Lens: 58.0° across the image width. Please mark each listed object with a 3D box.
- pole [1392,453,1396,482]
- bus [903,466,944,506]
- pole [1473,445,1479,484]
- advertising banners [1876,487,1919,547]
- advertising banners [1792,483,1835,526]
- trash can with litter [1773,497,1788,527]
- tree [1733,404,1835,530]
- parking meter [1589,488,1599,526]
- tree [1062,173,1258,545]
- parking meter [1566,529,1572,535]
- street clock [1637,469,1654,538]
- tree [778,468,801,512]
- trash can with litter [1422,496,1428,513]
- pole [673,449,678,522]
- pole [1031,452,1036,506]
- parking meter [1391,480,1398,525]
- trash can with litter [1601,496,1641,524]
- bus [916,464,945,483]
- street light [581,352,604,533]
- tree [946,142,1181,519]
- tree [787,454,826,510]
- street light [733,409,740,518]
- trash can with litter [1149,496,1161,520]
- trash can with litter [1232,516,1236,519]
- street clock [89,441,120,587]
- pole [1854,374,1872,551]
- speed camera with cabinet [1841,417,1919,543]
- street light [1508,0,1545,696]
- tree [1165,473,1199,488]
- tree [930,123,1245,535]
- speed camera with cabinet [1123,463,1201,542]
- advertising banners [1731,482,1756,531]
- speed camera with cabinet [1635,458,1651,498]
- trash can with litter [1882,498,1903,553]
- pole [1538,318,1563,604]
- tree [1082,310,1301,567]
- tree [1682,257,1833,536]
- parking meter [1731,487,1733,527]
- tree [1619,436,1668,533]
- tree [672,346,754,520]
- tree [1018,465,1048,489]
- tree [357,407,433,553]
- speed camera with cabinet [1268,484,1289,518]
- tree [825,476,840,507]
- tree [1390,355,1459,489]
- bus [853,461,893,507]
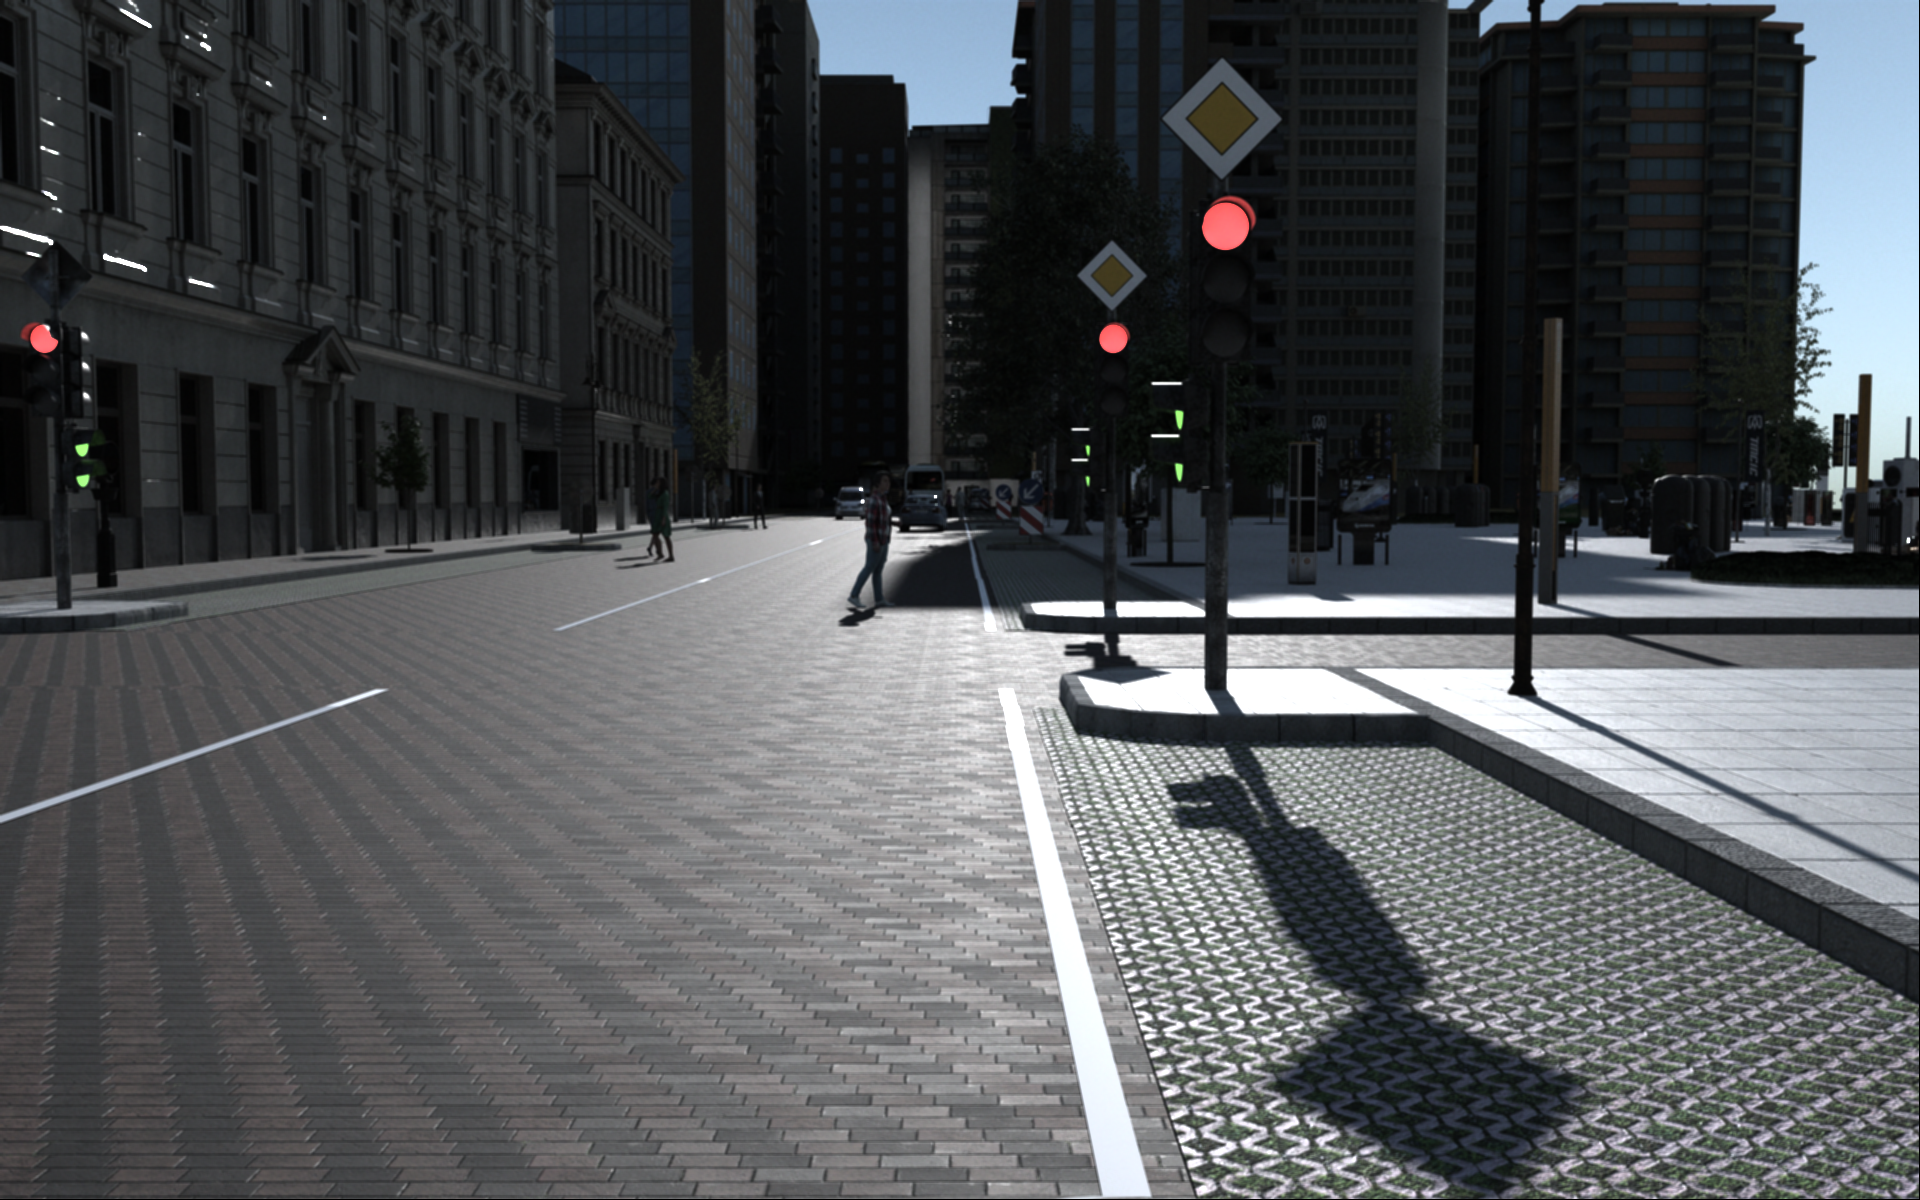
[{"bbox_3d":[21.479,-5.618,85.692,0.158,3.312,0.155,0,3,0],"label":"pole"},{"bbox_3d":[-2.457,-7.538,118.109,2.948,3.499,13.247,0,4,-1],"label":"bus"},{"bbox_3d":[21.282,-4.750,71.513,0.158,3.312,0.155,0,3,0],"label":"pole"},{"bbox_3d":[22.783,-2.761,41.338,0.090,3.025,2.074,-1,4,-20],"label":"advertising banners"},{"bbox_3d":[34.719,-4.553,70.632,2.074,3.025,0.090,0,4,-8],"label":"advertising banners"},{"bbox_3d":[32.287,-3.461,67.972,0.624,1.170,1.055,1,4,12],"label":"trash can with litter"},{"bbox_3d":[29.654,-4.787,61.974,4.285,4.588,4.351,0,3,0],"label":"tree"},{"bbox_3d":[25.558,-3.756,69.827,0.372,1.533,0.369,0,3,0],"label":"parking meter"},{"bbox_3d":[4.513,-5.507,40.407,4.360,8.622,3.978,0,3,0],"label":"tree"},{"bbox_3d":[18.896,-2.953,53.991,0.399,1.863,0.255,-2,4,-29],"label":"parking meter"},{"bbox_3d":[19.889,-2.798,50.310,0.358,2.002,0.471,-1,4,-19],"label":"street clock"},{"bbox_3d":[-12.281,-7.973,124.962,1.663,3.219,1.824,0,3,0],"label":"tree"},{"bbox_3d":[21.579,-4.213,79.942,1.678,1.210,2.233,1,4,19],"label":"trash can with litter"},{"bbox_3d":[-12.867,-5.165,78.294,0.158,3.312,0.155,0,3,0],"label":"pole"},{"bbox_3d":[3.545,-5.477,83.385,0.158,3.312,0.155,0,3,0],"label":"pole"},{"bbox_3d":[18.129,-4.090,72.587,0.399,1.863,0.255,-3,4,-36],"label":"parking meter"},{"bbox_3d":[28.516,-3.844,73.912,2.233,1.210,1.678,1,4,12],"label":"trash can with litter"},{"bbox_3d":[-2.692,-9.020,139.022,2.896,3.916,12.252,0,4,0],"label":"bus"},{"bbox_3d":[-11.991,-5.131,56.676,0.468,5.910,1.993,0,3,0],"label":"street light"},{"bbox_3d":[5.620,-14.414,91.550,12.611,20.169,13.585,0,3,0],"label":"tree"},{"bbox_3d":[-12.501,-9.641,141.351,4.285,4.588,4.351,0,3,0],"label":"tree"},{"bbox_3d":[-12.082,-7.405,93.865,0.468,5.910,1.993,0,3,0],"label":"street light"},{"bbox_3d":[9.684,-4.510,84.800,2.233,1.210,1.678,3,5,44],"label":"trash can with litter"},{"bbox_3d":[13.977,-4.874,90.754,1.678,1.210,2.233,3,4,38],"label":"trash can with litter"},{"bbox_3d":[-11.758,-1.178,23.823,0.358,2.002,0.471,0,4,2],"label":"street clock"},{"bbox_3d":[15.415,-2.186,29.581,0.158,3.312,0.155,0,3,0],"label":"pole"},{"bbox_3d":[23.921,-3.100,45.023,0.660,3.252,2.038,-1,4,-15],"label":"speed camera with cabinet"},{"bbox_3d":[3.608,-2.333,10.933,0.468,5.910,1.993,0,3,0],"label":"street light"},{"bbox_3d":[9.670,-4.860,74.056,1.663,3.219,1.824,0,3,0],"label":"tree"},{"bbox_3d":[3.766,-8.377,53.964,9.611,12.733,9.660,0,3,0],"label":"tree"},{"bbox_3d":[5.458,-3.209,46.796,2.038,3.252,0.660,-1,4,-9],"label":"speed camera with cabinet"},{"bbox_3d":[26.784,-3.881,59.649,0.090,3.025,2.074,-1,4,-14],"label":"advertising banners"},{"bbox_3d":[37.589,-6.080,93.748,0.660,3.252,2.038,-2,4,-33],"label":"speed camera with cabinet"},{"bbox_3d":[17.714,-1.346,33.068,1.678,1.210,2.233,0,4,1],"label":"trash can with litter"},{"bbox_3d":[6.880,-1.611,20.183,0.158,3.312,0.155,0,3,0],"label":"pole"},{"bbox_3d":[3.867,-2.894,31.039,4.285,4.588,4.351,0,3,0],"label":"tree"},{"bbox_3d":[24.618,-6.275,52.963,4.737,8.622,4.395,0,3,0],"label":"tree"},{"bbox_3d":[24.829,-2.920,56.156,0.372,1.533,0.369,0,3,0],"label":"parking meter"},{"bbox_3d":[22.844,-3.816,56.996,1.663,3.219,1.824,0,3,0],"label":"tree"},{"bbox_3d":[-12.648,-8.360,87.049,4.360,8.622,3.978,0,3,0],"label":"tree"},{"bbox_3d":[4.266,-6.501,100.894,1.663,3.219,1.824,0,3,0],"label":"tree"},{"bbox_3d":[-12.224,-2.683,38.476,1.663,3.219,1.824,0,3,0],"label":"tree"},{"bbox_3d":[17.771,-6.107,94.185,2.038,3.252,0.660,-1,4,-19],"label":"speed camera with cabinet"},{"bbox_3d":[-12.932,-10.821,171.530,1.663,3.219,1.824,0,3,0],"label":"tree"},{"bbox_3d":[24.303,-8.665,92.041,4.737,8.622,4.395,0,3,0],"label":"tree"},{"bbox_3d":[-6.583,-8.641,132.833,2.896,3.916,12.252,0,4,-2],"label":"bus"}]
